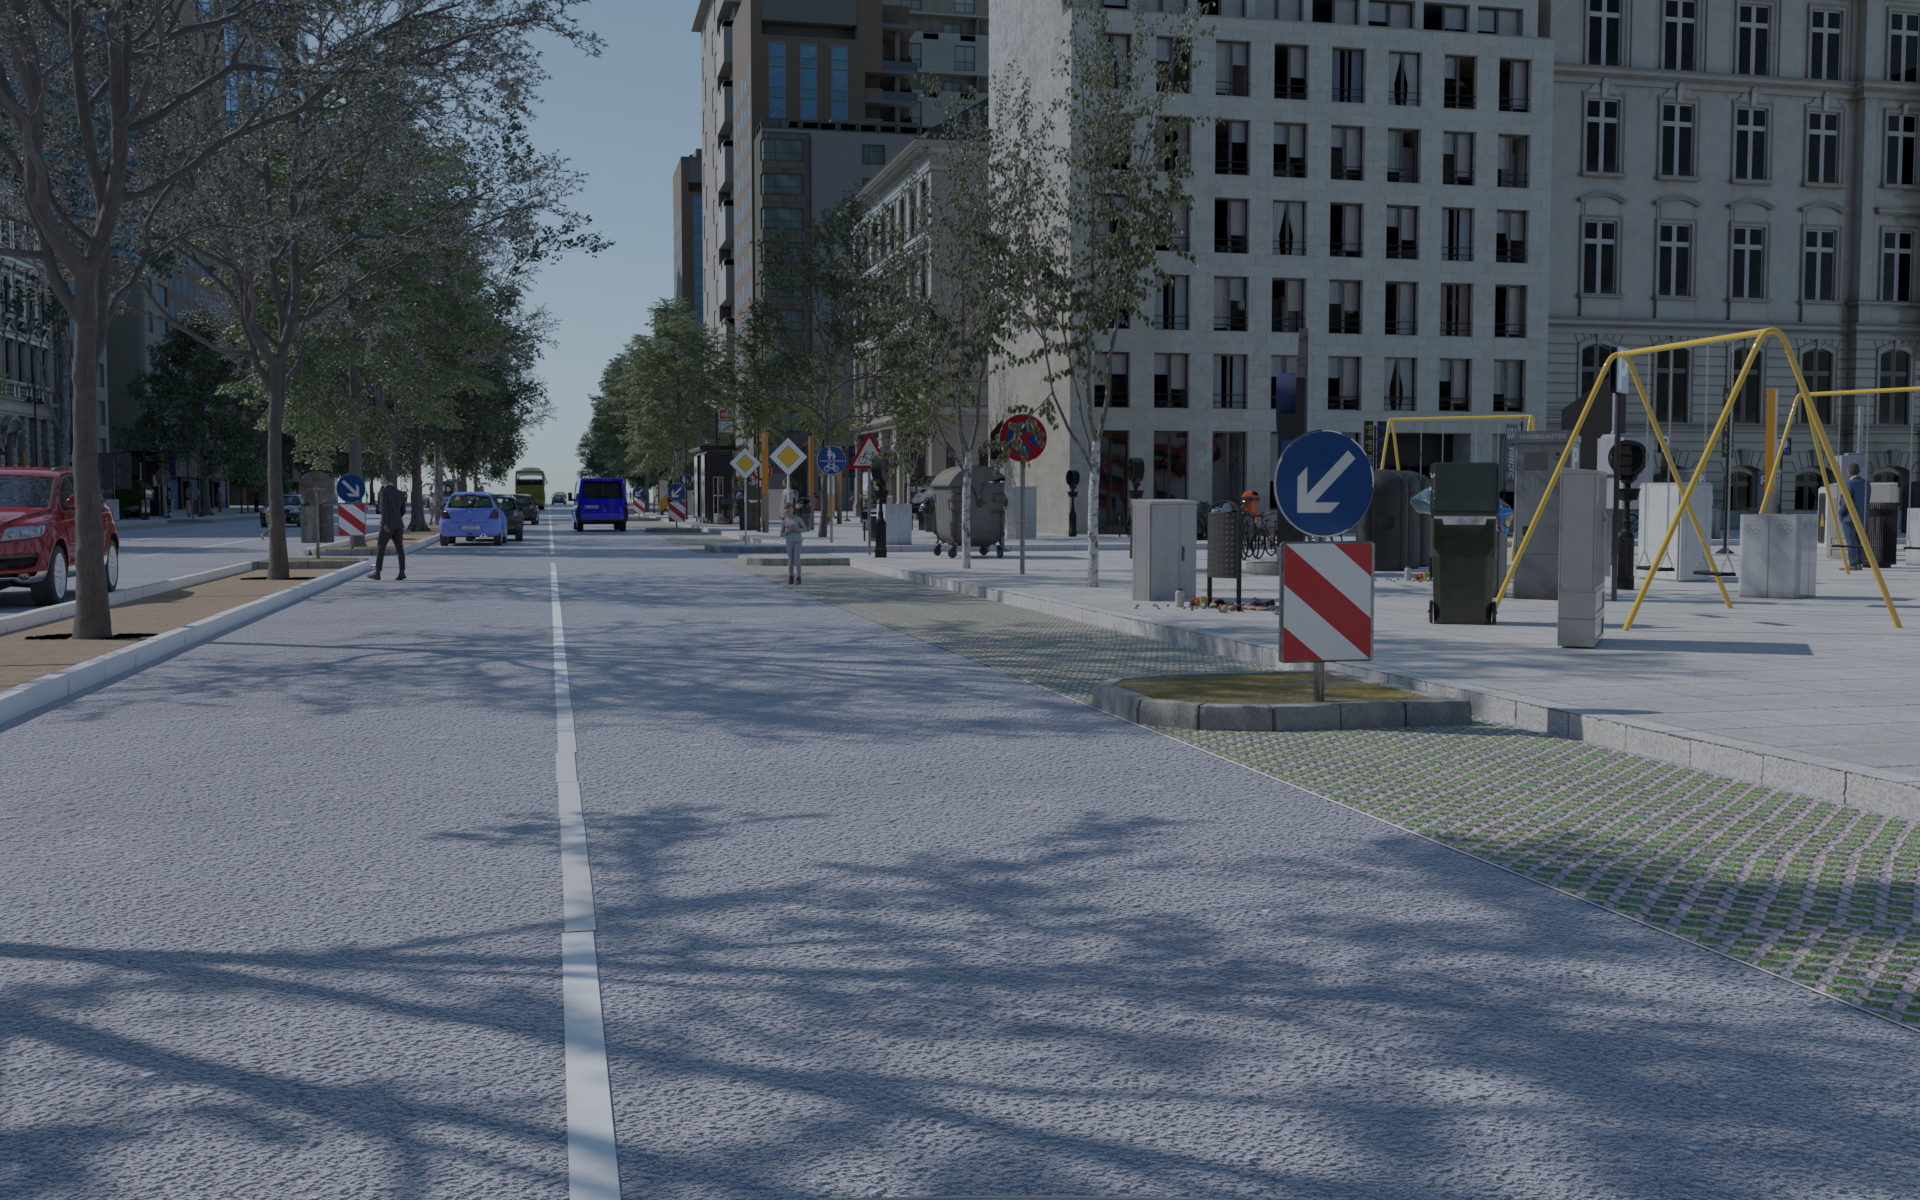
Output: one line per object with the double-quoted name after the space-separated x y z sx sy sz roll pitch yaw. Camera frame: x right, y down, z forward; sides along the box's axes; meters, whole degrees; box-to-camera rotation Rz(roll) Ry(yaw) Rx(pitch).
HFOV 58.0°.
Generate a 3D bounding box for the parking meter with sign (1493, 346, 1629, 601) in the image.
7.145 -1.519 21.096 1.738 3.016 0.543 2 4 35 "parking meter with sign"

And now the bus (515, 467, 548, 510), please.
-39.494 -10.268 159.431 2.896 3.916 12.252 -1 4 -13 "bus"

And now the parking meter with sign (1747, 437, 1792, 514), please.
24.728 -3.470 52.995 1.738 3.016 0.543 -3 5 -40 "parking meter with sign"

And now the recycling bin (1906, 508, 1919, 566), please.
17.488 -1.128 30.990 0.722 1.027 0.722 -2 4 -23 "recycling bin"

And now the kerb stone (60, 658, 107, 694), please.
-6.542 0.571 12.856 0.120 0.150 1.000 -1 4 -13 "kerb stone"

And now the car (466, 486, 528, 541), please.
-14.485 -2.699 53.908 2.009 1.686 4.222 -1 4 -14 "car"

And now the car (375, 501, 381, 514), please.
-41.015 -6.845 124.493 1.945 1.354 3.894 -1 4 -14 "car"

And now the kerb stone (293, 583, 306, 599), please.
-9.158 -0.096 23.823 0.120 0.150 1.000 -1 4 -13 "kerb stone"

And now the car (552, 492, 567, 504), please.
-60.907 -15.585 263.482 2.281 1.827 5.304 -1 4 -15 "car"

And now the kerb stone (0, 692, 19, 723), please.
-6.067 0.697 10.859 0.120 0.150 1.000 -1 4 -13 "kerb stone"

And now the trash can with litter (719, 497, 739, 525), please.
-9.741 -3.744 72.603 0.624 1.170 1.055 0 4 3 "trash can with litter"

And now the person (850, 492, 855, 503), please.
-7.570 -7.129 125.826 0.991 1.433 0.599 -2 4 -29 "person"

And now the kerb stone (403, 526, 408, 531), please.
-22.220 -2.907 69.736 0.120 0.150 1.000 -1 4 -13 "kerb stone"

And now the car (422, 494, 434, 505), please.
-64.118 -12.140 208.719 2.015 1.641 3.980 -1 4 -14 "car"

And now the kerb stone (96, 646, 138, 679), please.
-6.778 0.510 13.851 0.120 0.150 1.000 -1 4 -13 "kerb stone"

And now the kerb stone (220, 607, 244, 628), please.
-7.963 0.206 18.826 0.120 0.150 1.000 -1 4 -13 "kerb stone"

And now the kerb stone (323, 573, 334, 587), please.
-9.856 -0.283 26.818 0.120 0.150 1.000 -1 4 -13 "kerb stone"

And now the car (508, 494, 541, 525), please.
-20.687 -4.370 81.241 2.009 1.686 4.222 -1 4 -11 "car"

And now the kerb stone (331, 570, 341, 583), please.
-10.100 -0.342 27.813 0.120 0.150 1.000 -1 4 -13 "kerb stone"

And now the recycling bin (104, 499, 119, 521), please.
-40.306 -4.242 81.904 0.722 1.027 0.722 2 4 28 "recycling bin"

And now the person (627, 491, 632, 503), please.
-49.449 -15.499 260.134 1.217 1.739 0.721 1 4 17 "person"

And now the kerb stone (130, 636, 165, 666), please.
-7.010 0.449 14.847 0.120 0.150 1.000 -1 4 -13 "kerb stone"

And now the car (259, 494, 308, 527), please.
-29.681 -4.061 76.184 2.009 1.686 4.222 -1 4 -15 "car"

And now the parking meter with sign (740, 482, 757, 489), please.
-13.448 -7.131 112.859 1.738 3.016 0.543 0 4 1 "parking meter with sign"

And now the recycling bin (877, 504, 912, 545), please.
-1.670 -1.921 43.961 0.722 1.027 0.722 -1 4 -21 "recycling bin"

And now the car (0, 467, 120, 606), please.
-12.959 -0.912 23.591 2.281 1.827 5.304 -1 4 -15 "car"

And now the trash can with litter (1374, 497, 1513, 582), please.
7.210 -0.858 25.079 1.678 1.210 2.233 -2 4 -29 "trash can with litter"

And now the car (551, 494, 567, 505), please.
-54.053 -13.544 233.238 2.131 1.459 4.920 -1 4 -12 "car"

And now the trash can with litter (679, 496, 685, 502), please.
-19.080 -6.464 117.078 1.055 1.170 0.624 0 4 2 "trash can with litter"

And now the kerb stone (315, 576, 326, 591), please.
-9.621 -0.222 25.823 0.120 0.150 1.000 -1 4 -13 "kerb stone"

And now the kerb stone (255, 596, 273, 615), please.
-8.438 0.091 20.824 0.120 0.150 1.000 -1 4 -13 "kerb stone"

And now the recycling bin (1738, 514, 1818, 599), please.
10.180 -0.550 21.550 0.722 1.027 0.722 3 5 42 "recycling bin"

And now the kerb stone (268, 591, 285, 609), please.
-8.673 0.023 21.818 0.120 0.150 1.000 -1 4 -13 "kerb stone"

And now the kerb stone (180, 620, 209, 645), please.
-7.484 0.329 16.836 0.120 0.150 1.000 -1 4 -13 "kerb stone"

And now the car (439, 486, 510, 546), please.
-13.815 -2.426 49.260 1.945 1.707 3.694 -1 4 -12 "car"

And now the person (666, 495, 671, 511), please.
-22.568 -7.566 132.930 0.799 1.438 0.628 -2 4 -24 "person"

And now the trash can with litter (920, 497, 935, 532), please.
-0.784 -2.874 58.380 1.055 1.170 0.624 -2 4 -32 "trash can with litter"

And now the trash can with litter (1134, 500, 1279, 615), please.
3.086 -0.490 19.066 1.678 1.210 2.233 -2 4 -32 "trash can with litter"

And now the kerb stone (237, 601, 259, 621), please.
-8.202 0.146 19.828 0.120 0.150 1.000 -1 4 -13 "kerb stone"

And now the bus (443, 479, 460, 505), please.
-60.198 -12.911 205.954 2.948 3.499 13.247 -1 4 -14 "bus"

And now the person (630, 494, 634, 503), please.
-48.319 -15.291 256.051 0.705 1.824 1.348 1 4 16 "person"

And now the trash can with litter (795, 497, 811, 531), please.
-5.510 -2.933 59.339 0.624 1.170 1.055 -2 4 -29 "trash can with litter"

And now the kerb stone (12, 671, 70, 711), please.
-6.310 0.633 11.852 0.120 0.150 1.000 -1 4 -13 "kerb stone"

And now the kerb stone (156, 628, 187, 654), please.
-7.257 0.389 15.839 0.120 0.150 1.000 -1 4 -13 "kerb stone"

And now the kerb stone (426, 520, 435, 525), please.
-25.307 -3.702 82.730 0.120 0.150 1.000 -1 4 -13 "kerb stone"

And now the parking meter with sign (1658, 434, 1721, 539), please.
21.085 -3.288 50.017 0.543 3.016 1.738 -3 5 -39 "parking meter with sign"

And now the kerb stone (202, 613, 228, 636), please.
-7.724 0.271 17.832 0.120 0.150 1.000 -1 4 -13 "kerb stone"

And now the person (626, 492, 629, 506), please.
-33.448 -10.144 172.830 0.756 1.711 0.436 0 4 -4 "person"

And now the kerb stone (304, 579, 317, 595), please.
-9.386 -0.161 24.828 0.120 0.150 1.000 -1 4 -13 "kerb stone"

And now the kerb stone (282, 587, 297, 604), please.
-8.909 -0.039 22.829 0.120 0.150 1.000 -1 4 -13 "kerb stone"
